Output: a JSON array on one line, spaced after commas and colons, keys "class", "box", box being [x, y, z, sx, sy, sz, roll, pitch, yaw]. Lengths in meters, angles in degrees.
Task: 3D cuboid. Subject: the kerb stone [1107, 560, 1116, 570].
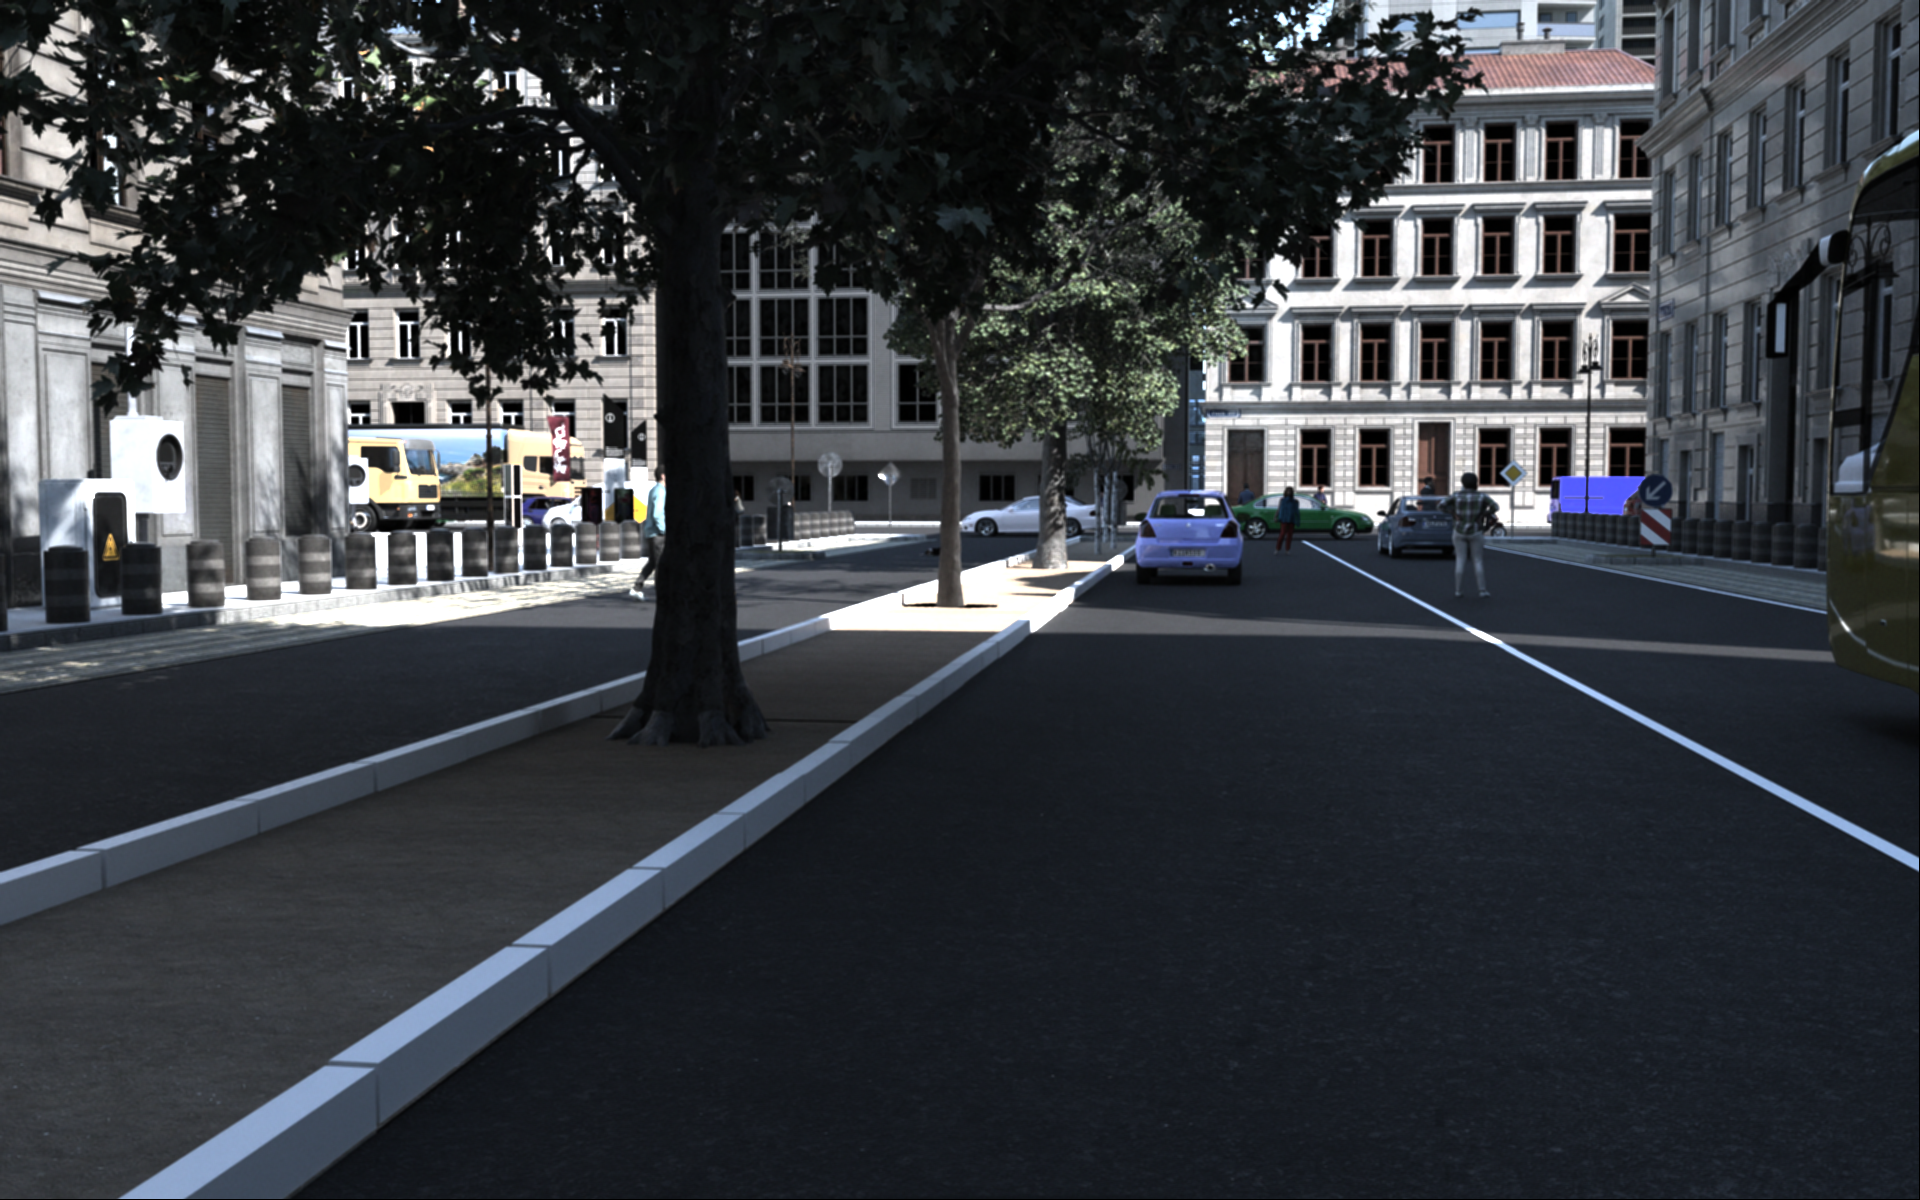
[{"class": "kerb stone", "box": [2.727, -0.591, 31.850, 0.120, 0.150, 1.000, 1, 4, 8]}]

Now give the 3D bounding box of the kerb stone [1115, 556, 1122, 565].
[{"class": "kerb stone", "box": [3.026, -0.712, 33.889, 0.120, 0.150, 1.000, 1, 4, 8]}]

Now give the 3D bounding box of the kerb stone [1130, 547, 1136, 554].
[{"class": "kerb stone", "box": [3.921, -1.086, 39.996, 0.120, 0.150, 1.000, 1, 4, 8]}]

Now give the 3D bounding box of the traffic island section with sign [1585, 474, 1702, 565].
[{"class": "traffic island section with sign", "box": [13.983, -1.650, 35.599, 1.989, 1.847, 2.006, 1, 4, 8]}]

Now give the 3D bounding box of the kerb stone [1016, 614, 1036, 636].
[{"class": "kerb stone", "box": [0.640, 0.280, 17.624, 0.120, 0.150, 1.000, 1, 4, 8]}]

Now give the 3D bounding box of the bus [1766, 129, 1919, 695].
[{"class": "bus", "box": [5.913, -0.850, 5.444, 2.896, 3.916, 12.252, 1, 4, 9]}]

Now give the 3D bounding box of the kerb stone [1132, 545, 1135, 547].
[{"class": "kerb stone", "box": [4.067, -1.149, 41.022, 0.120, 0.150, 1.000, 1, 4, 8]}]

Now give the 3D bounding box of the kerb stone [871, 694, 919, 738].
[{"class": "kerb stone", "box": [-0.407, 0.716, 10.508, 0.120, 0.150, 1.000, 1, 4, 8]}]

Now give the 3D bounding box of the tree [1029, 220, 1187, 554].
[{"class": "tree", "box": [3.263, -5.355, 40.369, 4.737, 8.622, 4.395, 0, 3, 0]}]

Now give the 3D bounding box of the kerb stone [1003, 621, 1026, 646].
[{"class": "kerb stone", "box": [0.499, 0.342, 16.609, 0.120, 0.150, 1.000, 1, 4, 8]}]

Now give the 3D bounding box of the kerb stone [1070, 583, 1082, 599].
[{"class": "kerb stone", "box": [1.533, -0.093, 23.712, 0.120, 0.150, 1.000, 1, 4, 8]}]

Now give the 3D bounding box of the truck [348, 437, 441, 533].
[{"class": "truck", "box": [-22.178, -3.910, 59.846, 9.791, 3.379, 3.469, 0, 4, 8]}]

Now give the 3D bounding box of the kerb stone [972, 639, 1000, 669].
[{"class": "kerb stone", "box": [0.195, 0.468, 14.582, 0.120, 0.150, 1.000, 1, 4, 8]}]

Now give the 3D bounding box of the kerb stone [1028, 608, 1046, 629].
[{"class": "kerb stone", "box": [0.794, 0.220, 18.637, 0.120, 0.150, 1.000, 1, 4, 8]}]

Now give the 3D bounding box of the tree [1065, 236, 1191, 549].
[{"class": "tree", "box": [4.008, -5.635, 44.950, 4.360, 8.622, 3.978, 0, 3, 0]}]

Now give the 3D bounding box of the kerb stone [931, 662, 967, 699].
[{"class": "kerb stone", "box": [-0.101, 0.590, 12.541, 0.120, 0.150, 1.000, 1, 4, 8]}]

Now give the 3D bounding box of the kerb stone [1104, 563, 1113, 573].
[{"class": "kerb stone", "box": [2.581, -0.524, 30.836, 0.120, 0.150, 1.000, 1, 4, 8]}]

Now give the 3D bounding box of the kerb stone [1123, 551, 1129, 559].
[{"class": "kerb stone", "box": [3.462, -0.902, 36.938, 0.120, 0.150, 1.000, 1, 4, 8]}]

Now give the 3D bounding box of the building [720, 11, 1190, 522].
[{"class": "building", "box": [-0.893, -17.768, 84.017, 24.014, 27.812, 14.314, 1, 4, 8]}]

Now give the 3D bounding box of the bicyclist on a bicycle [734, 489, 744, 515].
[{"class": "bicyclist on a bicycle", "box": [-8.403, -3.333, 64.509, 1.625, 1.676, 1.499, 1, 4, 10]}]

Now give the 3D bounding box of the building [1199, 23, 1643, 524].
[{"class": "building", "box": [21.224, -14.874, 79.349, 21.152, 22.565, 11.583, 1, 4, 8]}]

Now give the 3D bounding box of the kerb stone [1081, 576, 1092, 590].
[{"class": "kerb stone", "box": [1.832, -0.215, 25.749, 0.120, 0.150, 1.000, 1, 4, 8]}]

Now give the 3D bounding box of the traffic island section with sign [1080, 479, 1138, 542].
[{"class": "traffic island section with sign", "box": [4.715, -2.720, 52.603, 2.006, 1.907, 1.989, 1, 4, 8]}]

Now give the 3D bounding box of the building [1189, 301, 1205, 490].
[{"class": "building", "box": [22.044, -57.028, 245.084, 31.000, 86.520, 22.319, 1, 4, 8]}]

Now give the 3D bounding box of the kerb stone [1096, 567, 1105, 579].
[{"class": "kerb stone", "box": [2.280, -0.404, 28.808, 0.120, 0.150, 1.000, 1, 4, 8]}]

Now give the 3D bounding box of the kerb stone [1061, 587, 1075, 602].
[{"class": "kerb stone", "box": [1.379, -0.031, 22.699, 0.120, 0.150, 1.000, 1, 4, 8]}]

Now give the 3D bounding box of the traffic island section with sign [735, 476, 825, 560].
[{"class": "traffic island section with sign", "box": [-4.050, -1.812, 38.258, 1.989, 1.847, 2.006, 1, 4, 8]}]

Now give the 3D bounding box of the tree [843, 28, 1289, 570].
[{"class": "tree", "box": [1.727, -7.555, 32.629, 9.857, 13.997, 8.962, 0, 3, 0]}]

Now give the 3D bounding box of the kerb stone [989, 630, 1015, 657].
[{"class": "kerb stone", "box": [0.353, 0.404, 15.595, 0.120, 0.150, 1.000, 1, 4, 8]}]

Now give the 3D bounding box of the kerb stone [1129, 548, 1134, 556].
[{"class": "kerb stone", "box": [3.765, -1.026, 38.970, 0.120, 0.150, 1.000, 1, 4, 8]}]

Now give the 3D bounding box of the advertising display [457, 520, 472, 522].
[{"class": "advertising display", "box": [-23.046, -4.574, 79.995, 0.974, 1.923, 0.123, -1, 4, -9]}]

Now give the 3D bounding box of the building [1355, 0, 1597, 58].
[{"class": "building", "box": [47.402, -37.897, 161.619, 21.231, 58.520, 28.212, 1, 4, 8]}]

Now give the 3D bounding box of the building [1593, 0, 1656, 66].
[{"class": "building", "box": [96.439, -48.594, 232.755, 20.611, 71.187, 20.563, 1, 4, 8]}]

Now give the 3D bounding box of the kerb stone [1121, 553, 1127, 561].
[{"class": "kerb stone", "box": [3.325, -0.840, 35.923, 0.120, 0.150, 1.000, 1, 4, 8]}]

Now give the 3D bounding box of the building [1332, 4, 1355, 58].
[{"class": "building", "box": [61.651, -48.959, 238.730, 20.611, 71.187, 20.563, 1, 4, 8]}]

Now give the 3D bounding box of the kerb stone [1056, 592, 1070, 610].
[{"class": "kerb stone", "box": [1.248, 0.031, 21.681, 0.120, 0.150, 1.000, 1, 4, 8]}]

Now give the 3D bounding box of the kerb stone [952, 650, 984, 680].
[{"class": "kerb stone", "box": [0.043, 0.528, 13.558, 0.120, 0.150, 1.000, 1, 4, 8]}]

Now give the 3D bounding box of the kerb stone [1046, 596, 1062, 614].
[{"class": "kerb stone", "box": [1.083, 0.093, 20.670, 0.120, 0.150, 1.000, 1, 4, 8]}]

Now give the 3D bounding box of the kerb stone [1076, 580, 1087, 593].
[{"class": "kerb stone", "box": [1.681, -0.155, 24.735, 0.120, 0.150, 1.000, 1, 4, 8]}]

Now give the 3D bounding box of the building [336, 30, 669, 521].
[{"class": "building", "box": [-25.292, -17.715, 86.902, 25.104, 27.353, 12.463, 1, 4, 8]}]

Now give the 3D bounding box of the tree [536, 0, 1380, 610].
[{"class": "tree", "box": [-0.113, -6.631, 21.252, 12.009, 13.543, 11.850, 0, 3, 0]}]

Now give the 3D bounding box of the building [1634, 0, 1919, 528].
[{"class": "building", "box": [23.124, -14.569, 35.472, 12.463, 27.353, 25.104, 1, 4, 8]}]

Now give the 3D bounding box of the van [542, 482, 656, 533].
[{"class": "van", "box": [-11.927, -3.122, 58.055, 4.112, 2.044, 2.013, 1, 4, 9]}]

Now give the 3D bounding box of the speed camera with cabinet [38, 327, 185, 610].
[{"class": "speed camera with cabinet", "box": [-9.746, -1.568, 19.968, 0.660, 3.252, 2.038, 0, 4, 6]}]

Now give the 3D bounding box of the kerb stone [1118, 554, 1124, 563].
[{"class": "kerb stone", "box": [3.175, -0.777, 34.902, 0.120, 0.150, 1.000, 1, 4, 8]}]

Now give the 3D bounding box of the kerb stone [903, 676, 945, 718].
[{"class": "kerb stone", "box": [-0.251, 0.653, 11.523, 0.120, 0.150, 1.000, 1, 4, 8]}]

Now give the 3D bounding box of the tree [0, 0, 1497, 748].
[{"class": "tree", "box": [-1.534, -5.536, 9.974, 9.611, 12.733, 9.660, 0, 3, 0]}]

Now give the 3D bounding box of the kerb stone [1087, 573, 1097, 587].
[{"class": "kerb stone", "box": [1.985, -0.275, 26.768, 0.120, 0.150, 1.000, 1, 4, 8]}]

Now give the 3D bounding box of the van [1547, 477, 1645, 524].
[{"class": "van", "box": [23.540, -3.461, 60.979, 5.245, 2.365, 2.240, 1, 4, 8]}]

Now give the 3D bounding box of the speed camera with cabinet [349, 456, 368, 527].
[{"class": "speed camera with cabinet", "box": [-15.239, -2.878, 41.396, 2.038, 3.252, 0.660, -3, 5, -43]}]

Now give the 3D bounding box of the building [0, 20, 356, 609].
[{"class": "building", "box": [-15.410, -10.353, 18.424, 9.793, 20.994, 18.267, 1, 4, 8]}]

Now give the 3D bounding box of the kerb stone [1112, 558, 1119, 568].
[{"class": "kerb stone", "box": [2.879, -0.653, 32.875, 0.120, 0.150, 1.000, 1, 4, 8]}]

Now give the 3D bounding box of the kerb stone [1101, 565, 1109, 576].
[{"class": "kerb stone", "box": [2.425, -0.466, 29.822, 0.120, 0.150, 1.000, 1, 4, 8]}]

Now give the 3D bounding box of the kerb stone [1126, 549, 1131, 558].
[{"class": "kerb stone", "box": [3.617, -0.961, 37.956, 0.120, 0.150, 1.000, 1, 4, 8]}]

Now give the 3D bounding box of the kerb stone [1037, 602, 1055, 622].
[{"class": "kerb stone", "box": [0.941, 0.157, 19.655, 0.120, 0.150, 1.000, 1, 4, 8]}]

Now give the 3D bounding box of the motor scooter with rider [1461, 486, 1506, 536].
[{"class": "motor scooter with rider", "box": [15.948, -2.740, 53.762, 1.986, 1.779, 0.876, 1, 4, 9]}]

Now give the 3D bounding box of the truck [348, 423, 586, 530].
[{"class": "truck", "box": [-20.205, -4.966, 70.114, 11.283, 4.237, 2.839, 0, 4, 7]}]

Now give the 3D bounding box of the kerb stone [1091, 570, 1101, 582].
[{"class": "kerb stone", "box": [2.128, -0.342, 27.790, 0.120, 0.150, 1.000, 1, 4, 8]}]

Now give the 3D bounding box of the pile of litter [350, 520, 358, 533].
[{"class": "pile of litter", "box": [-10.606, -0.929, 29.157, 1.176, 0.858, 1.719, 0, 4, -3]}]
